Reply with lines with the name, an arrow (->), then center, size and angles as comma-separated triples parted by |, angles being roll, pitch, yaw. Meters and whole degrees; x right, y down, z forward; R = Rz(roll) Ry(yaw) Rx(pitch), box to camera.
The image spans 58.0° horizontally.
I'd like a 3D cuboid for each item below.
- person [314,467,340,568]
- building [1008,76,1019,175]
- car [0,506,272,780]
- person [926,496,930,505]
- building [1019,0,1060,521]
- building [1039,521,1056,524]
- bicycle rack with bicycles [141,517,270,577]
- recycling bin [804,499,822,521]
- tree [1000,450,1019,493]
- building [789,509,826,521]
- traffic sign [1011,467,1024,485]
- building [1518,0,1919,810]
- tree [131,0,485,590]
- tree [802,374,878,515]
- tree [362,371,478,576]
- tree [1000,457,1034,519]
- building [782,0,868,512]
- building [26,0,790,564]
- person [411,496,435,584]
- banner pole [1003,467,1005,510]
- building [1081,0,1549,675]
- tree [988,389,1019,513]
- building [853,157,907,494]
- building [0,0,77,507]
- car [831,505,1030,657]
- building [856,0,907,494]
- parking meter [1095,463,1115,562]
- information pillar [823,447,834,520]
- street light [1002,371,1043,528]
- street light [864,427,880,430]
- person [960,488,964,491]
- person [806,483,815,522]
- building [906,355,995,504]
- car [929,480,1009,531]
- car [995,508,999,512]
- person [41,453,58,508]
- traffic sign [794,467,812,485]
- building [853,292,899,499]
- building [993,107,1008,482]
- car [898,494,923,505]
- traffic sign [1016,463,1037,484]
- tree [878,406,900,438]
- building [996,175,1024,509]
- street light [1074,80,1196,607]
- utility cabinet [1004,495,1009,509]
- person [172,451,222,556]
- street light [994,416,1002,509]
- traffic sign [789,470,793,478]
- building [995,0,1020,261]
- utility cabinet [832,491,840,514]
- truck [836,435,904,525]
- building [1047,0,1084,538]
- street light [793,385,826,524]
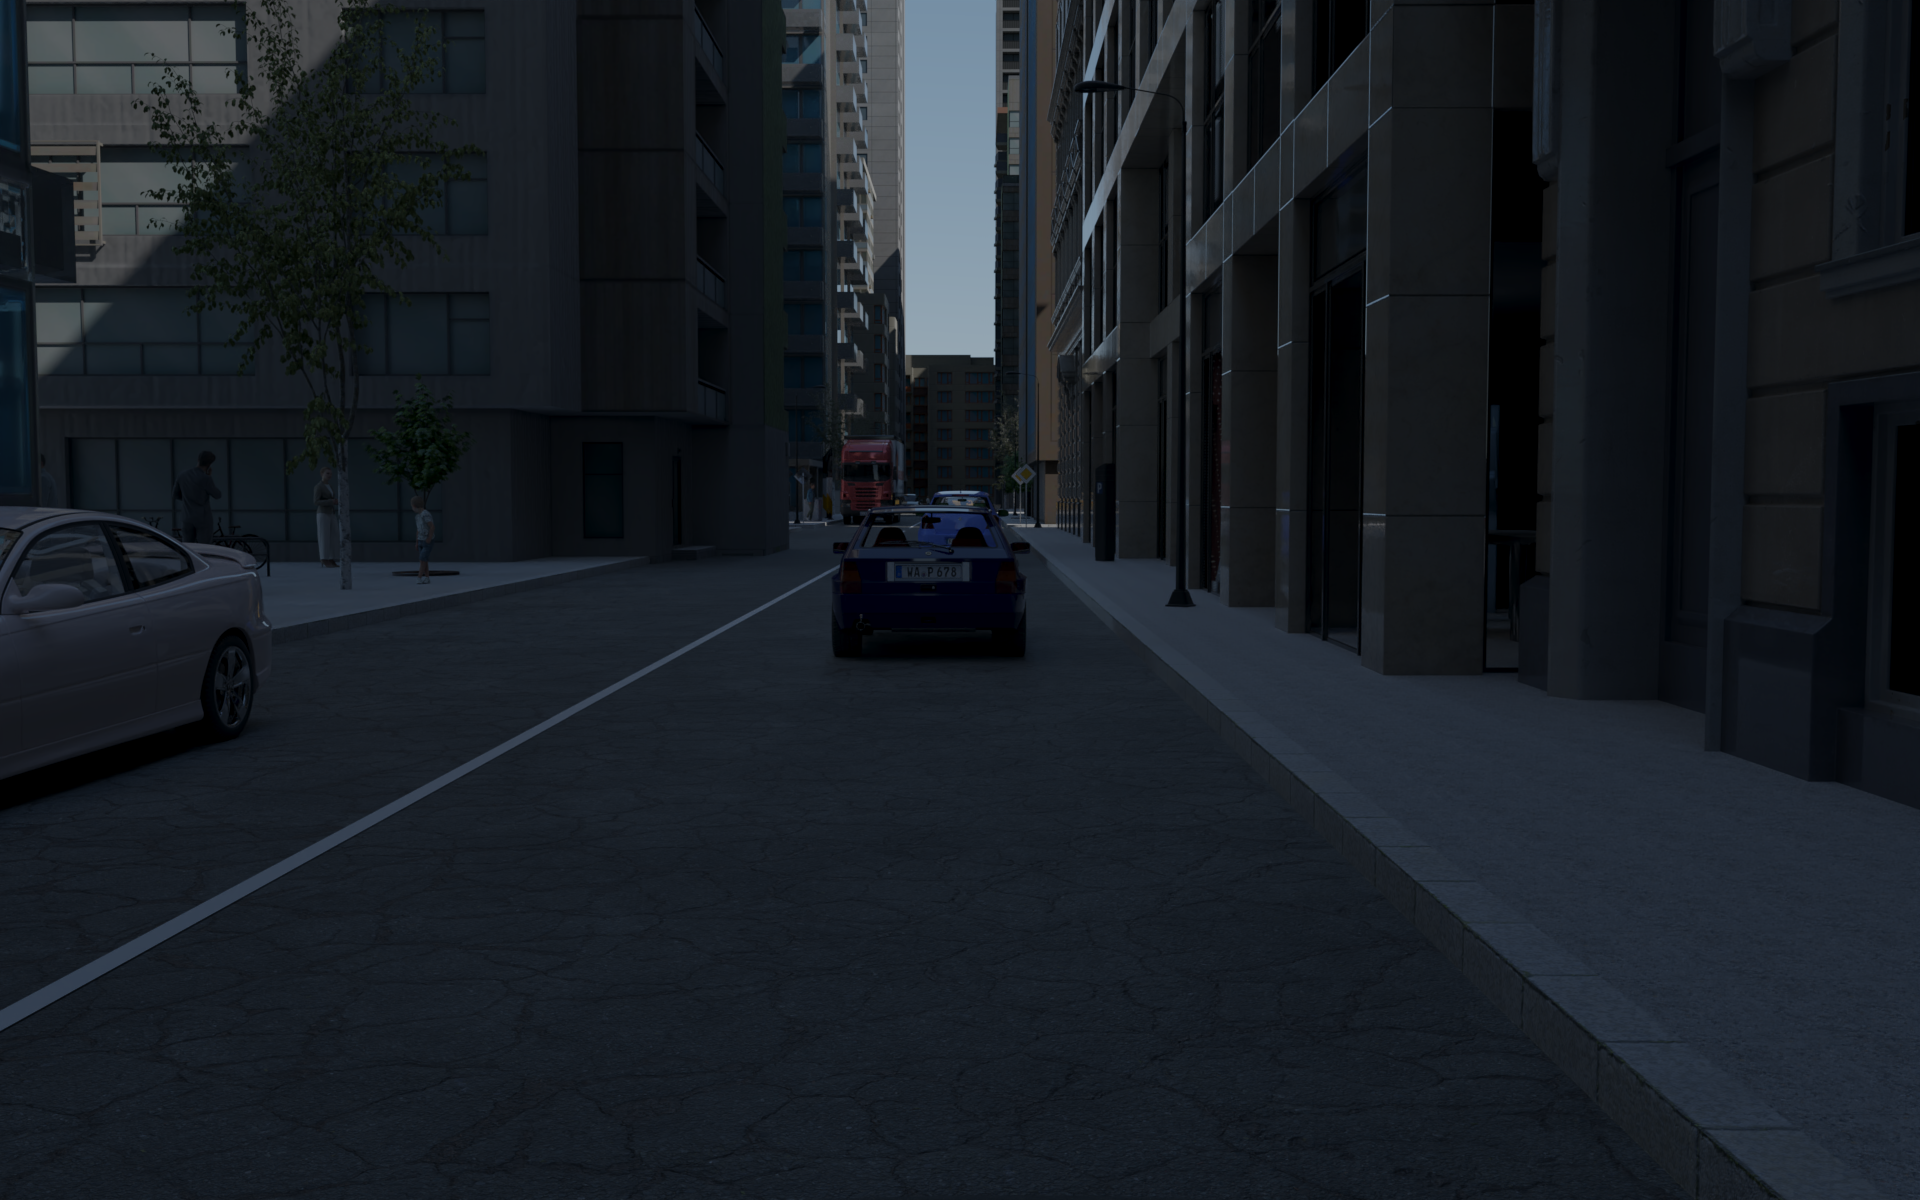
person -> -11.010, -1.444, 30.197 | 0.362, 1.759, 0.519 | 1, 4, 12
building -> 11.713, -29.929, 172.927 | 14.154, 41.232, 14.086 | 0, 4, 0
car -> -5.177, 0.220, 8.768 | 2.083, 1.381, 4.827 | 0, 4, 1
person -> -2.754, -8.259, 148.210 | 0.332, 1.250, 0.352 | 0, 4, 3
building -> 10.477, -27.443, 98.807 | 14.600, 45.320, 14.200 | 0, 4, 0
building -> 10.337, -26.177, 78.110 | 14.200, 45.320, 14.600 | 0, 4, 0
bicycle rack with bicycles -> -12.186, -0.845, 27.204 | 2.925, 0.926, 2.852 | -2, 4, -32
recycling bin -> -6.940, -4.239, 81.858 | 0.722, 1.027, 0.722 | 1, 4, 10
tree -> 4.047, -7.729, 110.083 | 4.285, 4.588, 4.351 | 0, 3, 0
building -> -23.460, -24.318, 89.474 | 32.217, 40.220, 23.993 | 0, 4, 0
traffic sign -> 2.593, -4.379, 73.780 | 0.795, 2.593, 0.064 | 0, 4, 0
building -> 9.961, -13.169, 1.214 | 13.634, 28.700, 20.117 | 0, 4, 0
tree -> -8.479, -4.439, 22.938 | 4.737, 8.622, 4.395 | 0, 3, 0
tree -> -7.586, -9.591, 107.172 | 4.360, 8.622, 3.978 | 0, 3, 0
tree -> -8.604, -2.003, 27.352 | 1.663, 3.219, 1.824 | 0, 3, 0
tree -> 3.262, -5.857, 90.356 | 1.663, 3.219, 1.824 | 0, 3, 0
building -> -18.307, -30.979, 126.113 | 23.786, 49.044, 30.456 | 0, 4, 0
building -> -11.534, -21.632, 37.277 | 14.154, 41.232, 14.086 | 0, 4, 0
person -> -7.659, -0.856, 24.717 | 0.352, 1.250, 0.332 | 0, 4, -8
banner pole -> 3.538, -9.079, 138.459 | 0.401, 3.779, 0.863 | -1, 4, -11
building -> 12.716, -13.690, 28.347 | 19.350, 26.468, 34.151 | 0, 4, 0
tree -> 3.663, -10.121, 115.832 | 4.360, 8.622, 3.978 | 0, 3, 0
building -> -22.095, -30.437, 189.532 | 32.217, 40.220, 23.993 | 0, 4, 0
building -> -19.233, -23.502, 3.875 | 23.786, 49.044, 30.456 | 0, 4, 0
car -> -0.278, -0.245, 16.592 | 1.945, 1.354, 3.894 | 0, 4, 0
building -> -17.351, -47.428, 213.697 | 20.611, 71.187, 20.563 | 0, 4, 0
parking meter -> 2.769, -1.675, 33.092 | 0.255, 1.863, 0.399 | -2, 4, -24
information pillar -> -7.024, -6.116, 91.353 | 0.504, 3.616, 0.183 | 3, 4, 37
street light -> 2.425, -5.701, 65.752 | 1.470, 5.913, 1.316 | 0, 4, 0
street light -> -6.272, -9.042, 120.378 | 1.470, 5.913, 1.316 | 0, 4, 0
person -> 0.205, -6.139, 109.130 | 0.793, 1.790, 0.793 | 1, 4, 22
person -> -6.952, -4.539, 80.602 | 0.444, 1.785, 0.601 | 2, 4, 31
building -> -9.662, -24.485, 245.369 | 28.899, 21.520, 27.650 | 0, 4, 0
car -> 0.037, -1.588, 35.548 | 1.945, 1.707, 3.694 | 0, 4, 1
car -> 0.142, -2.352, 50.825 | 2.083, 1.381, 4.827 | 0, 3, 0
person -> -11.568, -0.960, 21.839 | 0.391, 1.810, 0.635 | -2, 4, -30
traffic sign -> -6.700, -4.384, 73.867 | 0.795, 2.593, 0.064 | 0, 4, 0
building -> -20.200, -19.490, 163.692 | 27.650, 21.520, 28.899 | 0, 4, 0
building -> 14.917, -33.004, 194.233 | 22.147, 44.769, 28.867 | 0, 4, 0
car -> -3.429, -6.351, 113.624 | 2.009, 1.686, 4.222 | 0, 4, -1
traffic sign -> 2.536, -3.890, 65.795 | 0.795, 2.593, 0.064 | 0, 4, 0
tree -> -7.069, -11.936, 145.522 | 4.360, 8.622, 3.978 | 0, 3, 0
building -> 10.759, -23.700, 159.192 | 14.160, 30.474, 14.107 | 0, 4, 0
street light -> 1.981, -2.880, 19.632 | 1.470, 5.913, 1.316 | 0, 4, 0
utility cabinet -> 3.874, -8.200, 145.225 | 0.306, 1.237, 1.020 | 1, 4, 15
person -> -9.966, -1.028, 22.649 | 0.655, 1.846, 0.447 | 1, 4, 9
street light -> 2.740, -7.965, 102.774 | 1.470, 5.913, 1.316 | 0, 4, 0
traffic sign -> -6.757, -3.896, 65.882 | 0.795, 2.593, 0.064 | 0, 4, 0
building -> 15.234, -49.100, 241.038 | 20.611, 71.187, 20.563 | 0, 4, 0
utility cabinet -> -8.242, -6.217, 110.320 | 1.173, 1.500, 0.318 | -2, 4, -32
truck -> -4.256, -5.861, 84.743 | 2.839, 4.237, 11.283 | 0, 4, 1
building -> 8.345, -13.859, 55.465 | 11.050, 23.489, 19.941 | 0, 4, 0
street light -> -6.442, -6.213, 74.125 | 1.470, 5.913, 1.316 | 0, 4, 0
